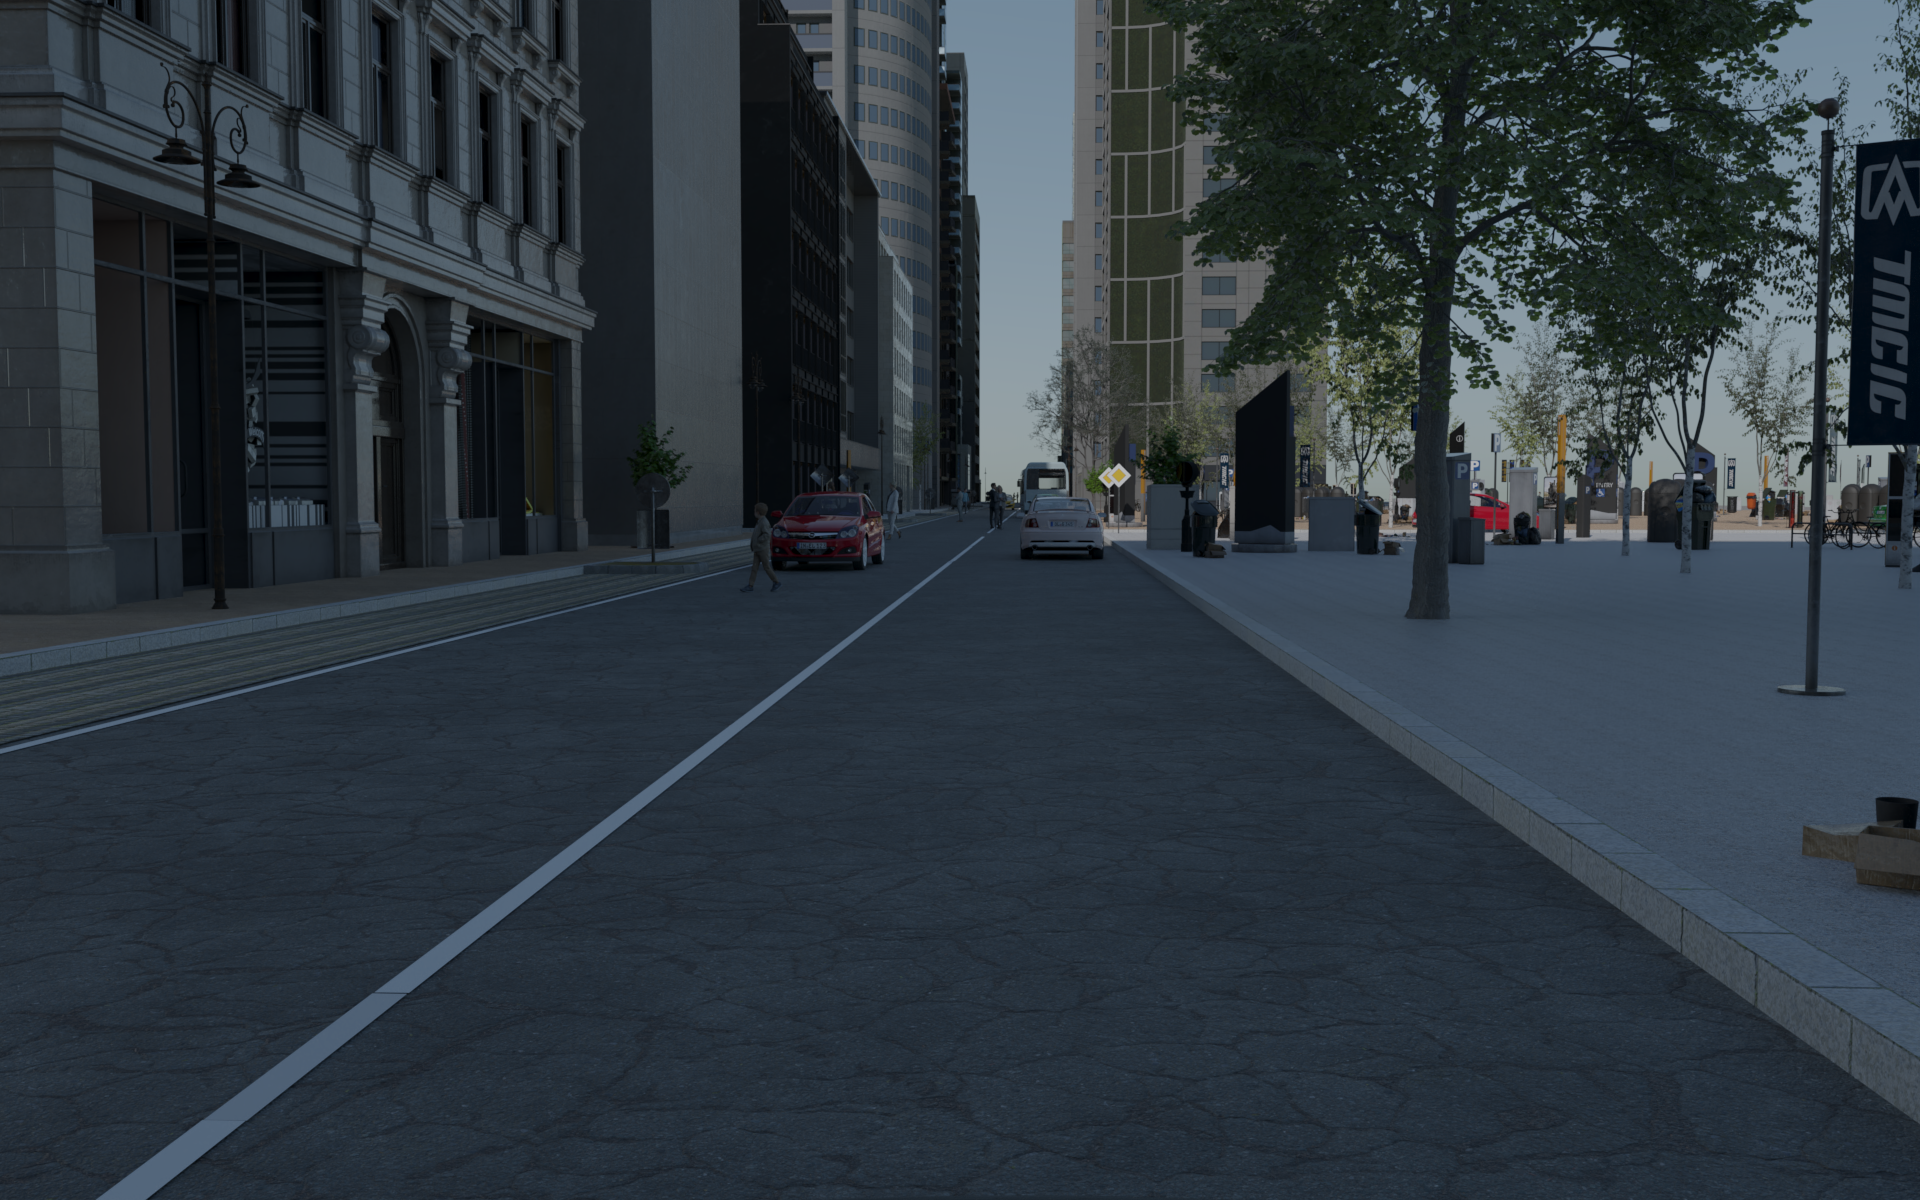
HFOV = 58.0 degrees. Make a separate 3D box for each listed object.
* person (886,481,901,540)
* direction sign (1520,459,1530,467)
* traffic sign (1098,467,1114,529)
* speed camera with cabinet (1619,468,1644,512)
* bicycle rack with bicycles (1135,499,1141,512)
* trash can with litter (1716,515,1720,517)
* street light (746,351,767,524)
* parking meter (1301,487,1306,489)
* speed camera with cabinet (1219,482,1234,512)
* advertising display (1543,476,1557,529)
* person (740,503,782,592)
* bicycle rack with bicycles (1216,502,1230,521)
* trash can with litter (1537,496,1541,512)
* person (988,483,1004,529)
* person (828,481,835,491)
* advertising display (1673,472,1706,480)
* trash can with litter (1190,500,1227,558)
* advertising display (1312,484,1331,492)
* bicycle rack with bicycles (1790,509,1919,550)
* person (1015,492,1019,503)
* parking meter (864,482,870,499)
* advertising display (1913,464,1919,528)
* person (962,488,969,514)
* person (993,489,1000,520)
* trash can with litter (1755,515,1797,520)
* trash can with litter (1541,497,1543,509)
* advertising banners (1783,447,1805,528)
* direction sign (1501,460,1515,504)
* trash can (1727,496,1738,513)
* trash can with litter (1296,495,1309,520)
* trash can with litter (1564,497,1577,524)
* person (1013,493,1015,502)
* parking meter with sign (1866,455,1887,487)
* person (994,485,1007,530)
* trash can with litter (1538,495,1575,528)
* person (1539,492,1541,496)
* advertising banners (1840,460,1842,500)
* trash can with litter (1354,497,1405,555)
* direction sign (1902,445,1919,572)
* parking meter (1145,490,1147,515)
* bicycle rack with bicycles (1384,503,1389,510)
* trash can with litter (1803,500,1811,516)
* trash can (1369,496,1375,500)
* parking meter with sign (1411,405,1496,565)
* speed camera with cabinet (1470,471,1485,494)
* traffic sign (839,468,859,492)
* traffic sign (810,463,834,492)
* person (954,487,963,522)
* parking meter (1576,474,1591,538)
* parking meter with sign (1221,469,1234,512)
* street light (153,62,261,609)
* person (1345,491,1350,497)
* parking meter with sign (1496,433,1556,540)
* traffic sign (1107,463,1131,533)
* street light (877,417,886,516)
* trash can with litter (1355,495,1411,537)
[{"bbox_3d":[-2.055,-2.800,54.153,0.514,1.842,0.818,3,5,43],"label":"person"},{"bbox_3d":[37.007,-7.430,113.469,0.379,3.537,0.876,-2,4,-23],"label":"direction sign"},{"bbox_3d":[5.528,-3.714,64.364,0.795,2.450,0.064,0,4,3],"label":"traffic sign"},{"bbox_3d":[48.594,-8.032,125.652,2.038,3.252,0.660,1,4,20],"label":"speed camera with cabinet"},{"bbox_3d":[12.344,-6.783,124.286,2.852,0.926,2.925,0,4,-7],"label":"bicycle rack with bicycles"},{"bbox_3d":[41.754,-5.261,97.073,2.233,1.210,1.678,-2,4,-25],"label":"trash can with litter"},{"bbox_3d":[-6.583,-5.101,56.184,0.468,5.910,1.993,0,4,3],"label":"street light"},{"bbox_3d":[19.514,-5.653,98.129,0.255,1.863,0.399,-1,4,-20],"label":"parking meter"},{"bbox_3d":[19.562,-7.982,124.845,0.660,3.252,2.038,-2,4,-32],"label":"speed camera with cabinet"},{"bbox_3d":[21.669,-3.552,63.292,0.123,1.923,0.974,-1,4,-18],"label":"advertising display"},{"bbox_3d":[-2.900,-0.771,25.377,0.640,1.303,0.475,-2,4,-35],"label":"person"},{"bbox_3d":[13.209,-4.202,82.088,2.925,0.926,2.852,0,4,7],"label":"bicycle rack with bicycles"},{"bbox_3d":[36.409,-5.964,108.904,0.624,1.170,1.055,2,4,32],"label":"trash can with litter"},{"bbox_3d":[1.458,-3.915,71.876,0.474,1.900,0.648,-3,4,-36],"label":"person"},{"bbox_3d":[-3.717,-2.481,49.338,0.520,1.790,0.573,-1,4,-17],"label":"person"},{"bbox_3d":[21.772,-2.848,51.773,0.123,1.923,0.974,-3,4,-39],"label":"advertising display"},{"bbox_3d":[5.082,-1.445,35.015,0.624,1.170,1.055,-1,4,-19],"label":"trash can with litter"},{"bbox_3d":[22.163,-6.198,106.552,0.974,1.923,0.123,1,4,14],"label":"advertising display"},{"bbox_3d":[21.051,-1.687,40.968,2.852,0.926,2.925,-1,4,-18],"label":"bicycle rack with bicycles"},{"bbox_3d":[8.960,-16.091,272.417,0.721,1.723,1.217,2,4,28],"label":"person"},{"bbox_3d":[-4.679,-4.974,87.036,0.255,1.863,0.399,1,4,13],"label":"parking meter"},{"bbox_3d":[20.410,-1.906,36.373,0.974,1.923,0.123,1,4,20],"label":"advertising display"},{"bbox_3d":[0.333,-7.084,124.182,0.638,1.841,0.748,-1,4,-12],"label":"person"},{"bbox_3d":[2.026,-5.244,94.101,0.748,1.841,0.638,-1,4,-22],"label":"person"},{"bbox_3d":[40.885,-4.642,86.951,1.678,1.210,2.233,-3,4,-38],"label":"trash can with litter"},{"bbox_3d":[27.636,-4.226,80.476,0.624,1.170,1.055,3,5,41],"label":"trash can with litter"},{"bbox_3d":[31.367,-4.221,65.205,2.074,3.025,0.090,-3,5,-43],"label":"advertising banners"},{"bbox_3d":[36.002,-7.453,113.848,0.876,3.537,0.379,-1,4,-8],"label":"direction sign"},{"bbox_3d":[52.149,-6.442,116.976,0.748,1.137,0.748,0,3,0],"label":"trash can"},{"bbox_3d":[17.787,-4.671,87.432,2.233,1.210,1.678,-2,4,-35],"label":"trash can with litter"},{"bbox_3d":[25.903,-3.812,73.716,1.055,1.170,0.624,-3,5,-40],"label":"trash can with litter"},{"bbox_3d":[7.525,-14.031,239.368,0.415,1.643,0.593,-3,4,-36],"label":"person"},{"bbox_3d":[41.467,-4.963,77.406,1.738,3.016,0.543,1,4,12],"label":"parking meter with sign"},{"bbox_3d":[1.655,-3.757,70.104,0.537,1.800,0.526,0,4,0],"label":"person"},{"bbox_3d":[22.407,-3.390,66.482,2.233,1.210,1.678,2,4,27],"label":"trash can with litter"},{"bbox_3d":[72.487,-12.700,216.925,0.721,1.735,1.217,1,4,15],"label":"person"},{"bbox_3d":[45.088,-5.653,88.618,0.090,3.025,2.074,2,4,24],"label":"advertising banners"},{"bbox_3d":[8.902,-1.551,36.744,1.055,1.170,0.624,2,4,28],"label":"trash can with litter"},{"bbox_3d":[15.832,-2.226,28.394,0.876,3.537,0.379,-1,4,-11],"label":"direction sign"},{"bbox_3d":[11.395,-5.972,106.048,0.372,1.533,0.369,0,3,0],"label":"parking meter"},{"bbox_3d":[31.713,-6.870,125.706,2.852,0.926,2.925,0,4,1],"label":"bicycle rack with bicycles"},{"bbox_3d":[50.091,-5.544,102.027,0.624,1.170,1.055,-3,5,-39],"label":"trash can with litter"},{"bbox_3d":[31.913,-7.467,133.732,0.748,1.137,0.748,0,3,0],"label":"trash can"},{"bbox_3d":[9.110,-2.197,32.189,0.543,3.016,1.738,-1,4,-21],"label":"parking meter with sign"},{"bbox_3d":[30.435,-6.686,103.647,2.038,3.252,0.660,-2,4,-26],"label":"speed camera with cabinet"},{"bbox_3d":[-4.156,-3.742,64.822,0.795,2.450,0.064,0,4,3],"label":"traffic sign"},{"bbox_3d":[-4.518,-3.254,56.846,0.795,2.450,0.064,0,4,3],"label":"traffic sign"},{"bbox_3d":[-0.080,-4.940,89.447,0.466,1.800,0.511,0,4,3],"label":"person"},{"bbox_3d":[18.334,-2.764,50.903,0.399,1.863,0.255,-3,4,-36],"label":"parking meter"},{"bbox_3d":[18.798,-7.706,122.257,0.543,3.016,1.738,0,4,-7],"label":"parking meter with sign"},{"bbox_3d":[-8.263,-2.837,19.167,0.468,5.910,1.993,0,4,3],"label":"street light"},{"bbox_3d":[48.926,-12.880,219.182,1.348,1.812,0.705,2,4,33],"label":"person"},{"bbox_3d":[16.004,-3.236,49.177,1.738,3.016,0.543,3,4,37],"label":"parking meter with sign"},{"bbox_3d":[5.165,-3.226,56.387,0.795,2.450,0.064,0,4,3],"label":"traffic sign"},{"bbox_3d":[-4.591,-7.893,101.836,0.468,5.910,1.993,0,4,3],"label":"street light"},{"bbox_3d":[12.674,-2.505,52.007,2.233,1.210,1.678,1,4,22],"label":"trash can with litter"}]
